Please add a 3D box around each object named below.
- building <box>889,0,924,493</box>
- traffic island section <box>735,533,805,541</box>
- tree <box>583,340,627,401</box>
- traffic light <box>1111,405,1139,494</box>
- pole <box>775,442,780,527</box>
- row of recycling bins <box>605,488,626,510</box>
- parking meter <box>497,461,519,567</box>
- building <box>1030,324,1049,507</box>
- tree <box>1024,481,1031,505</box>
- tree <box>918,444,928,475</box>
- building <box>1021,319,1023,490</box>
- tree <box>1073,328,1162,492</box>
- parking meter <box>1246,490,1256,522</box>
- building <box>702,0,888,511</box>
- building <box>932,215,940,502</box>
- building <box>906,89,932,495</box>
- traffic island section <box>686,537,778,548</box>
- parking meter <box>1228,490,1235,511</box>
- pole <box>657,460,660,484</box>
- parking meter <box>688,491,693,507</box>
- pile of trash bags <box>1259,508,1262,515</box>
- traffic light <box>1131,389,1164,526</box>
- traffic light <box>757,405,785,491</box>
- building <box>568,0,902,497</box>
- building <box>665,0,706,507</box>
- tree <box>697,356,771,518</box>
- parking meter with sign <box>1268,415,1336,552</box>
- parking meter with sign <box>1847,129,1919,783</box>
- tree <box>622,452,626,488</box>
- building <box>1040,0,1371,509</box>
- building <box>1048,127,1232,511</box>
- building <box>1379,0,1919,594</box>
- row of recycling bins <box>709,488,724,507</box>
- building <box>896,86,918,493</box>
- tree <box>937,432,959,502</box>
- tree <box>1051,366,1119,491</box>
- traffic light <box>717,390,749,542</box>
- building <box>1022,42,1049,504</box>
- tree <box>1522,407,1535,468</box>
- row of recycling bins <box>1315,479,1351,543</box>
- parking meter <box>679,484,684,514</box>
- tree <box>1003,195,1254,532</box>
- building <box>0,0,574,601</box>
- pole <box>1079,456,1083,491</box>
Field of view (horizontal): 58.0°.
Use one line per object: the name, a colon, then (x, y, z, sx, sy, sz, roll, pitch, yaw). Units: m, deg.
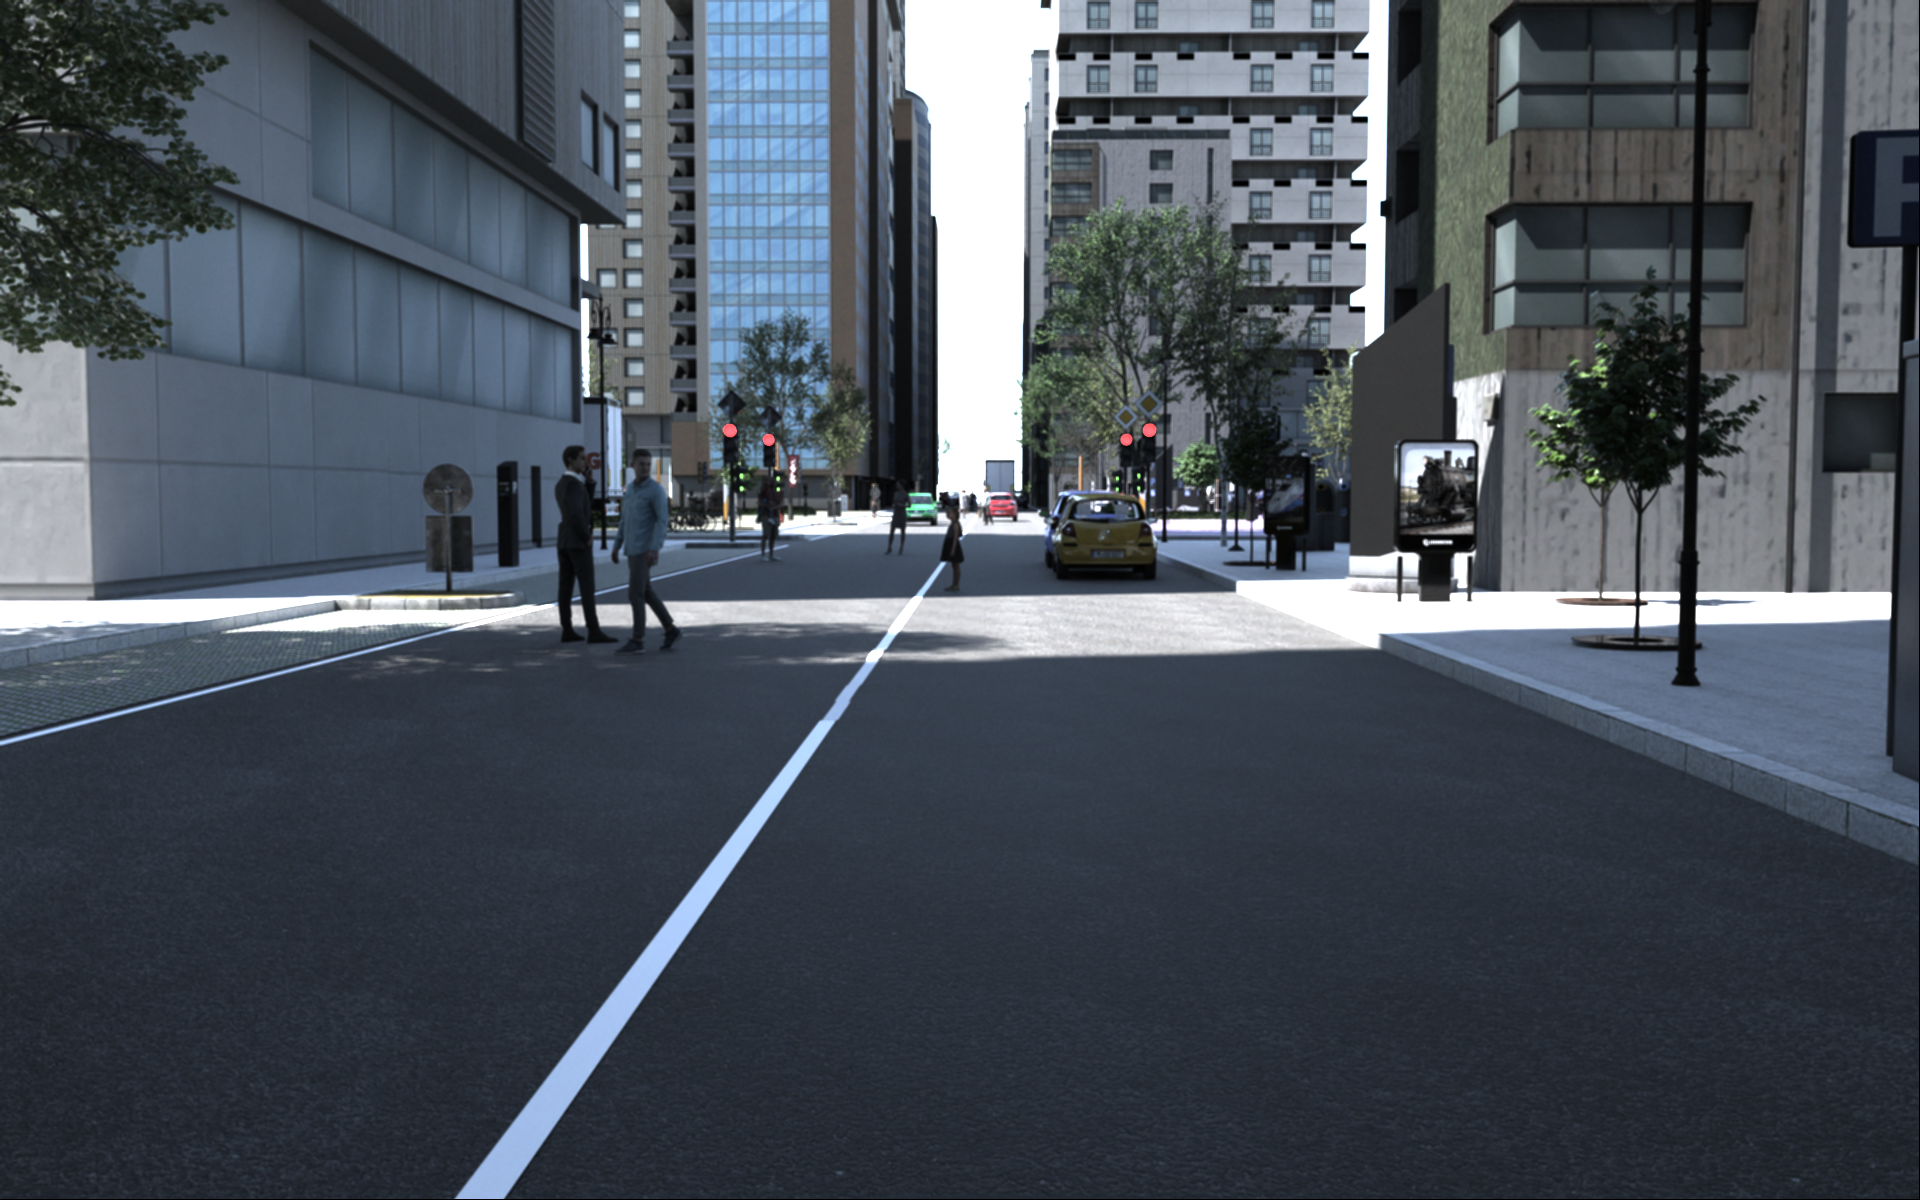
building: (-15.125, -48.005, 223.137, 20.563, 71.187, 20.611, 0, 4, 1)
traffic island section: (-6.014, -1.987, 54.772, 2.009, 0.180, 2.903, 0, 4, 1)
tree: (-17.626, -7.928, 79.984, 4.737, 8.622, 4.395, 0, 3, 0)
traffic light: (5.185, -4.007, 54.441, 0.839, 4.253, 0.868, 0, 4, 1)
pole: (-7.184, -4.542, 68.111, 0.158, 3.312, 0.155, 0, 3, 0)
row of recycling bins: (-25.529, -7.294, 126.372, 3.534, 1.692, 1.069, 3, 5, 40)
parking meter: (-7.990, -1.523, 30.614, 0.255, 1.863, 0.399, 0, 4, 7)
building: (21.840, -21.131, 190.537, 27.650, 21.520, 28.899, 0, 4, 1)
tree: (8.596, -13.375, 213.288, 1.663, 3.219, 1.824, 0, 3, 0)
tree: (-6.182, -15.527, 204.227, 4.360, 8.622, 3.978, 0, 3, 0)
building: (17.011, -31.209, 281.960, 14.160, 30.474, 14.107, 0, 4, 1)
tree: (6.891, -7.770, 77.403, 4.737, 8.622, 4.395, 0, 3, 0)
parking meter: (13.627, -4.607, 81.028, 0.399, 1.863, 0.255, 2, 4, 32)
building: (-13.557, -30.615, 150.661, 14.600, 45.320, 14.200, 0, 4, 1)
building: (-10.396, -37.907, 269.892, 14.600, 45.320, 14.200, 0, 4, 1)
building: (-14.996, -43.187, 248.101, 21.231, 58.520, 28.212, 0, 4, 1)
traffic island section: (-6.166, -1.499, 46.788, 2.009, 0.180, 2.903, 0, 4, 1)
parking meter: (15.914, -5.696, 101.548, 0.372, 1.533, 0.369, 0, 3, 0)
pole: (-17.917, -6.679, 103.052, 0.158, 3.312, 0.155, 0, 3, 0)
parking meter: (-19.275, -7.065, 123.919, 0.372, 1.533, 0.369, 0, 3, 0)
pile of trash bags: (19.106, -5.826, 105.004, 3.447, 1.369, 1.912, 1, 4, 13)
traffic light: (5.034, -3.519, 46.458, 0.839, 4.253, 0.868, 0, 4, 1)
traffic light: (-5.974, -4.019, 54.637, 0.839, 4.253, 0.868, 0, 4, 1)
building: (-20.608, -35.605, 171.380, 28.713, 52.752, 27.495, 0, 4, 1)
building: (-14.584, -29.749, 136.505, 14.600, 45.320, 14.200, 0, 4, 1)
tree: (-11.981, -8.668, 92.092, 4.360, 8.622, 3.978, 0, 3, 0)
parking meter with sign: (7.637, -2.609, 38.911, 1.738, 3.016, 0.543, -2, 4, -28)
parking meter with sign: (4.441, -0.692, 7.579, 0.543, 3.016, 1.738, 1, 4, 9)
tree: (-23.008, -8.025, 114.914, 4.285, 4.588, 4.351, 0, 3, 0)
building: (22.046, -34.934, 160.412, 28.713, 52.752, 27.495, 0, 4, 1)
building: (14.165, -22.555, 140.475, 14.160, 30.474, 14.107, 0, 4, 1)
building: (14.194, -15.696, 28.325, 14.160, 30.474, 14.107, 0, 4, 1)
row of recycling bins: (-17.598, -7.245, 125.570, 1.069, 1.692, 3.534, 0, 4, -3)
building: (-11.885, -33.179, 192.585, 14.600, 45.320, 14.200, 0, 4, 1)
tree: (-3.974, -22.240, 289.383, 9.928, 11.665, 9.643, 0, 3, 0)
tree: (7.466, -9.072, 98.682, 4.360, 8.622, 3.978, 0, 3, 0)
traffic light: (-6.126, -3.531, 46.653, 0.839, 4.253, 0.868, 0, 4, 1)
building: (19.627, -42.160, 231.315, 21.231, 58.520, 28.212, 0, 4, 1)
tree: (7.370, -1.566, 20.210, 1.663, 3.219, 1.824, 0, 3, 0)
row of recycling bins: (10.609, -2.350, 45.537, 1.069, 1.692, 3.534, -3, 4, -37)
parking meter: (-16.244, -5.837, 101.151, 0.255, 1.863, 0.399, 0, 4, -7)
tree: (6.136, -8.167, 59.286, 9.928, 11.665, 9.643, 0, 3, 0)
building: (-22.323, -27.152, 33.181, 27.495, 52.752, 28.713, 0, 4, 1)
pole: (6.497, -6.060, 92.916, 0.158, 3.312, 0.155, 0, 3, 0)
